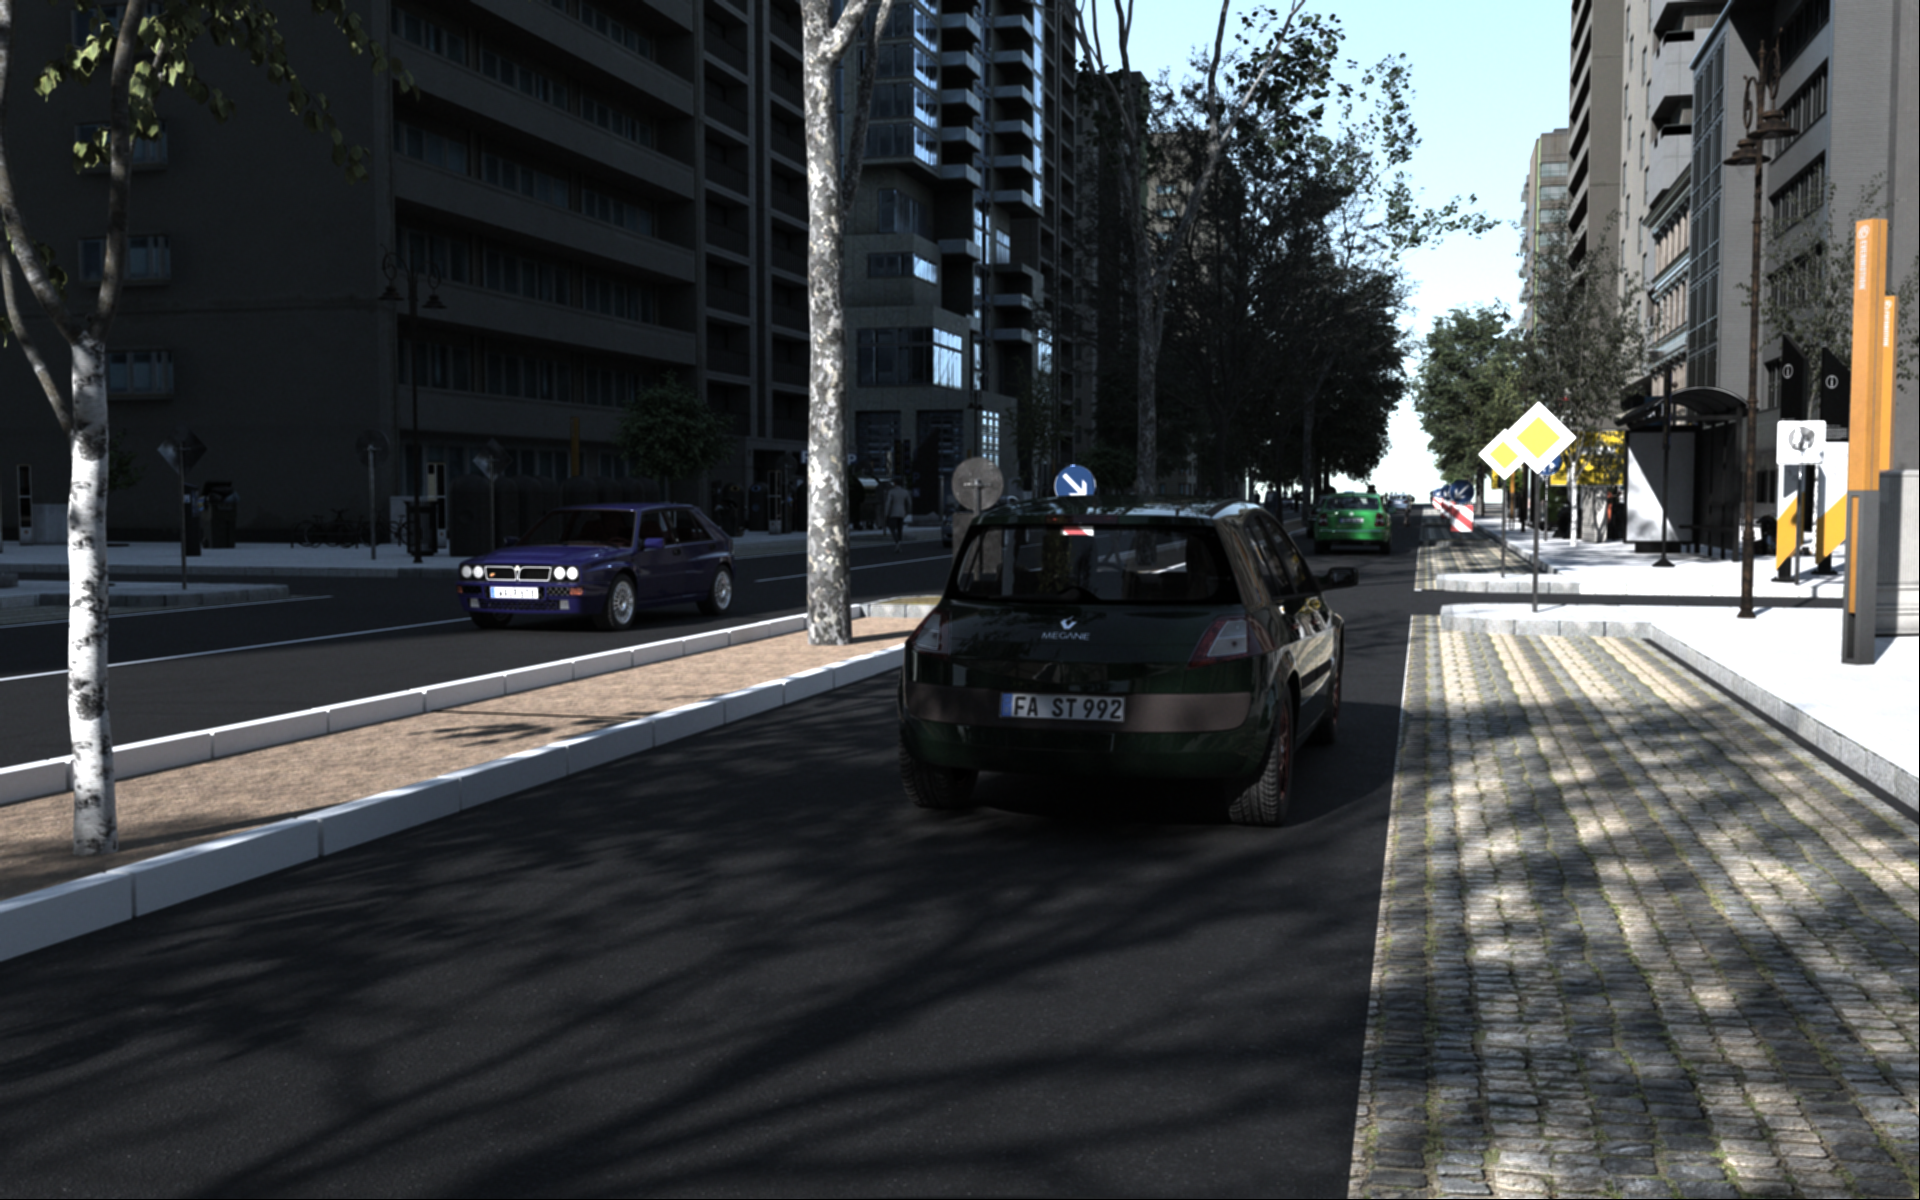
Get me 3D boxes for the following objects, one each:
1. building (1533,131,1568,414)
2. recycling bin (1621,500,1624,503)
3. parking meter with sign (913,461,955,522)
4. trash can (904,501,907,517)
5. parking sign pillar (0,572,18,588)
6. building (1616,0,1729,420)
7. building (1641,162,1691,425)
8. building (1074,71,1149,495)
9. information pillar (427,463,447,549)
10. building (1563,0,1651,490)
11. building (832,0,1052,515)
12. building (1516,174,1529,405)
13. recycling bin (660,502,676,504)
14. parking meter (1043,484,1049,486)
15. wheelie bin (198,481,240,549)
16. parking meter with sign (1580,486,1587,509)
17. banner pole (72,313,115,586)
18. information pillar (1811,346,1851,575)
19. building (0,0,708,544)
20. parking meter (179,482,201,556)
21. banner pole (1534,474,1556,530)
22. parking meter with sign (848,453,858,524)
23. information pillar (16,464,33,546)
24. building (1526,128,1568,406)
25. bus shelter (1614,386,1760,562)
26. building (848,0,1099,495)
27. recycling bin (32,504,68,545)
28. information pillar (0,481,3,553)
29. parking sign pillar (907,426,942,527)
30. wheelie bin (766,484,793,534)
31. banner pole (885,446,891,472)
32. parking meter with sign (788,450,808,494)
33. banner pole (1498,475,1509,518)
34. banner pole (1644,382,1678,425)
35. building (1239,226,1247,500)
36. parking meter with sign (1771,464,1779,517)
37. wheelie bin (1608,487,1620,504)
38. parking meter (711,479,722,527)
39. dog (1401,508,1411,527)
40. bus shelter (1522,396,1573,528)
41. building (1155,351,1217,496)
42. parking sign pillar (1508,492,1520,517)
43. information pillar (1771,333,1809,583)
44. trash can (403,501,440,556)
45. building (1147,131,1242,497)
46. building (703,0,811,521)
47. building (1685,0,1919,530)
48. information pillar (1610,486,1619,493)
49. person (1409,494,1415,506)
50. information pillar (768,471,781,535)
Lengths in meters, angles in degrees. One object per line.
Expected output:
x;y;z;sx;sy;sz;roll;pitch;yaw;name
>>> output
72.600;-31.400;196.990;14.154;41.232;14.086;1;4;15;building
30.288;-4.011;78.141;0.722;1.027;0.722;0;4;1;recycling bin
-1.059;-4.669;72.595;1.738;3.016;0.543;1;4;14;parking meter with sign
-3.211;-5.113;95.244;0.748;1.137;0.748;0;3;0;trash can
-13.730;-2.150;23.621;1.447;3.967;1.447;-1;4;-13;parking sign pillar
57.189;-31.771;108.695;28.713;52.752;27.495;1;4;15;building
40.428;-13.535;85.918;10.561;19.102;19.286;1;4;15;building
9.807;-29.410;164.440;14.154;41.232;14.086;1;4;15;building
-12.350;-2.226;40.892;0.304;2.012;0.304;2;4;32;information pillar
59.106;-31.231;134.320;21.300;48.544;21.600;1;4;15;building
-5.623;-49.514;122.225;22.319;86.520;31.000;1;4;15;building
86.712;-37.460;232.080;23.786;49.044;30.456;1;4;15;building
-9.286;-2.519;53.742;0.722;1.027;0.722;1;4;18;recycling bin
4.887;-5.650;98.083;0.399;1.863;0.255;0;4;1;parking meter
-17.467;-2.018;40.904;0.693;1.594;0.980;3;5;41;wheelie bin
28.081;-5.029;78.483;1.738;3.016;0.543;-2;4;-26;parking meter with sign
-12.002;-2.068;23.834;0.401;3.779;0.863;0;4;-4;banner pole
13.888;-2.215;27.573;0.504;3.616;0.183;-1;4;-11;information pillar
-22.426;-26.436;55.937;21.300;48.544;21.600;1;4;15;building
-15.926;-1.677;35.832;0.372;1.533;0.369;0;3;0;parking meter
21.089;-4.428;62.414;0.863;3.779;0.401;-1;4;-8;banner pole
-4.609;-4.813;74.951;0.543;3.016;1.738;0;4;2;parking meter with sign
-23.304;-2.365;43.164;0.304;2.012;0.304;-2;4;-31;information pillar
76.707;-34.319;211.234;14.600;45.320;14.200;1;4;15;building
14.591;-2.521;35.139;2.014;3.302;5.546;1;4;15;bus shelter
1.123;-43.382;147.554;20.563;71.187;20.611;1;4;15;building
-23.237;-1.928;44.079;0.722;1.027;0.722;1;4;19;recycling bin
-20.975;-2.021;37.538;0.304;2.012;0.304;-3;5;-39;information pillar
-1.361;-4.872;68.133;1.447;3.967;1.447;2;4;33;parking sign pillar
-5.828;-2.956;56.242;0.980;1.594;0.693;1;4;17;wheelie bin
-3.707;-6.062;89.134;0.401;3.779;0.863;-2;4;-28;banner pole
-6.535;-4.468;69.316;0.543;3.016;1.738;-2;4;-32;parking meter with sign
28.804;-6.215;91.631;0.863;3.779;0.401;-1;4;-15;banner pole
15.781;-2.993;38.945;0.863;3.779;0.401;2;4;29;banner pole
34.197;-34.797;252.522;14.154;41.232;14.086;1;4;15;building
21.101;-2.924;44.061;0.543;3.016;1.738;0;4;7;parking meter with sign
31.124;-4.586;82.884;0.693;1.594;0.980;-1;4;-17;wheelie bin
-9.614;-3.832;68.360;0.255;1.863;0.399;2;4;30;parking meter
19.591;-3.636;76.291;0.800;0.831;0.513;-3;4;-36;dog
23.252;-5.557;68.482;2.179;5.291;8.768;1;4;15;bus shelter
15.998;-22.476;212.528;27.650;21.520;28.899;1;4;15;building
31.018;-6.581;96.069;1.447;3.967;1.447;0;4;6;parking sign pillar
12.037;-2.062;25.064;0.183;3.616;0.504;-1;4;-12;information pillar
-11.146;-1.482;35.879;0.748;1.137;0.748;0;3;0;trash can
26.330;-37.431;235.697;21.300;48.544;21.600;1;4;15;building
-16.207;-39.474;83.659;20.563;71.187;20.611;1;4;15;building
35.471;-14.833;61.580;14.314;24.678;30.058;1;4;15;building
31.658;-4.854;83.849;0.304;2.012;0.304;-1;4;-13;information pillar
53.271;-11.784;204.355;0.799;1.438;0.628;1;4;15;person
-5.836;-3.064;54.594;0.304;2.012;0.304;2;4;24;information pillar
